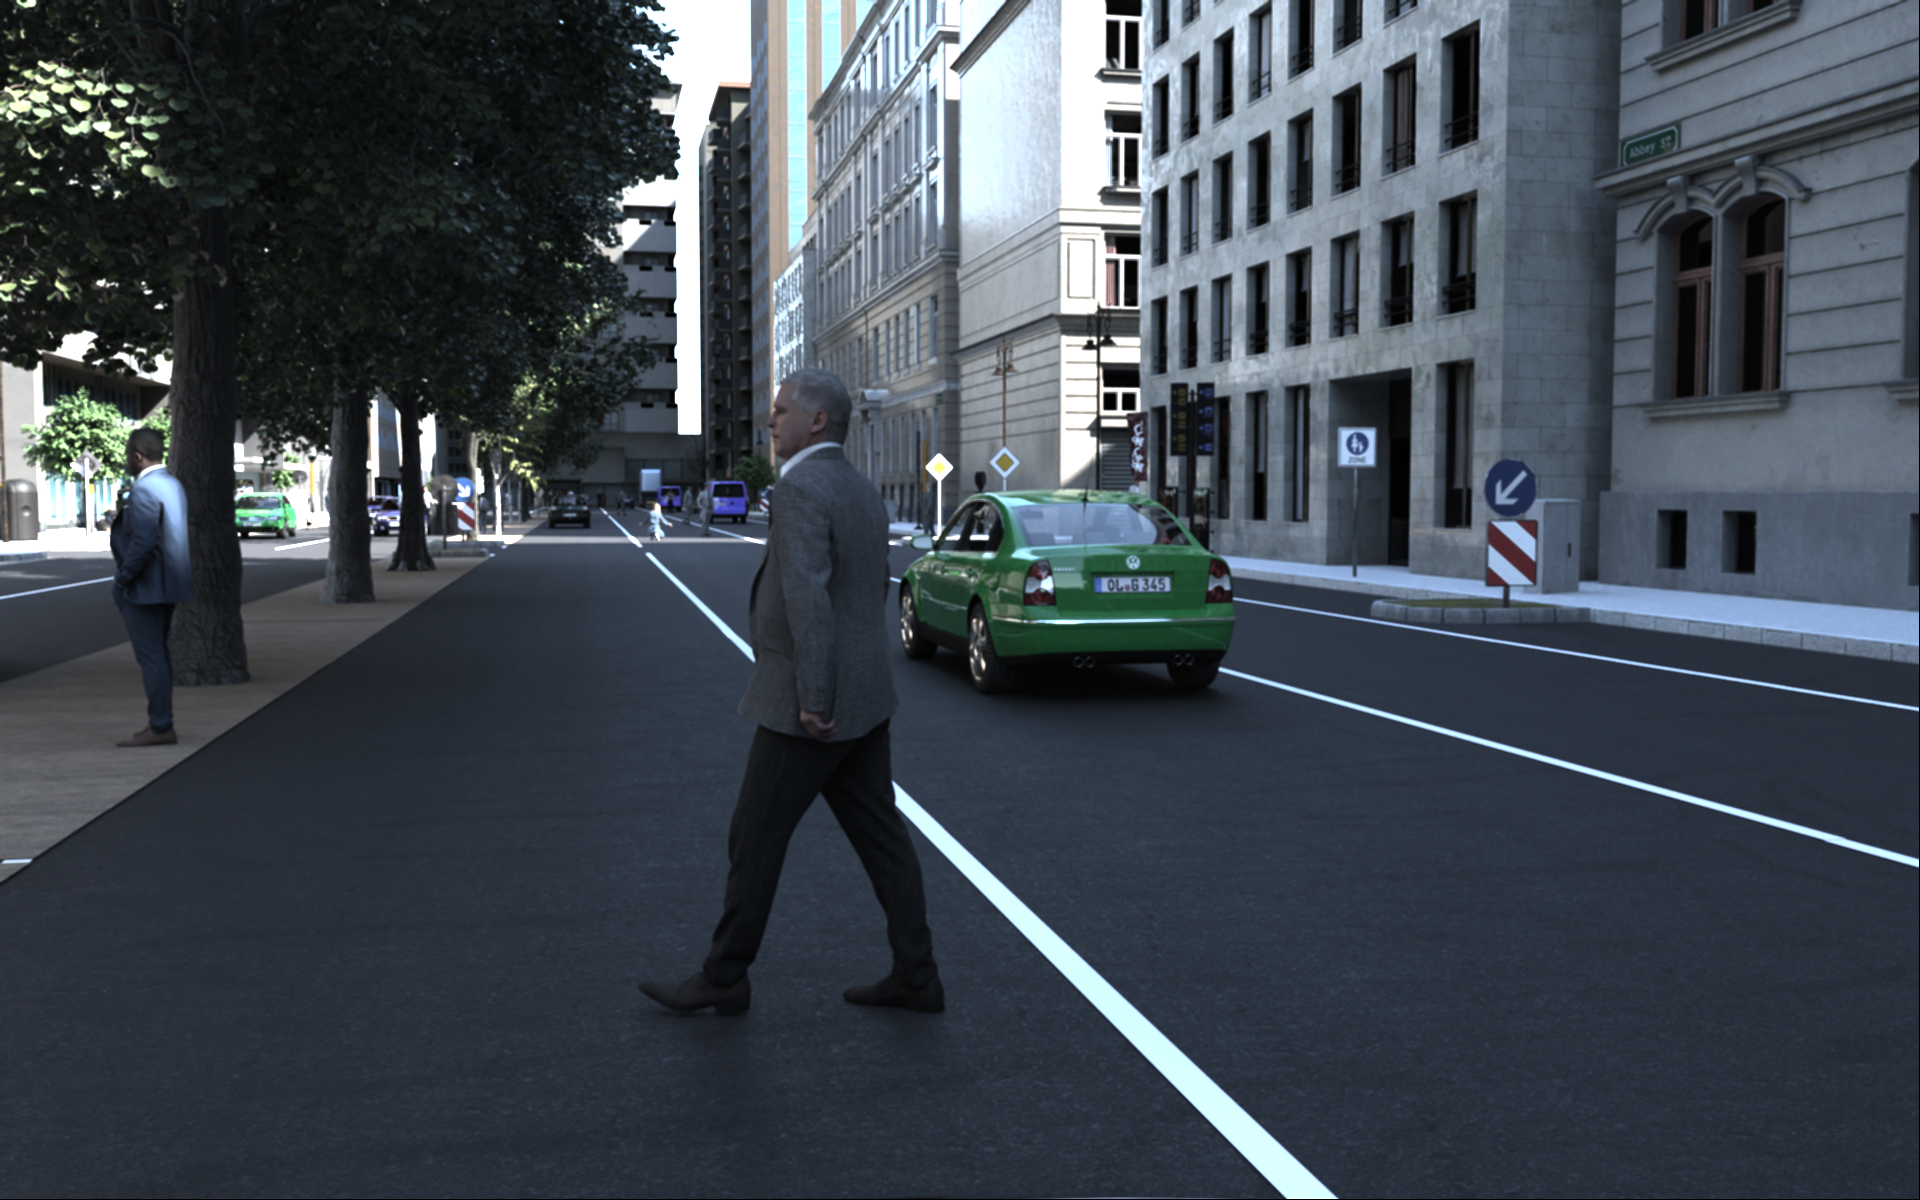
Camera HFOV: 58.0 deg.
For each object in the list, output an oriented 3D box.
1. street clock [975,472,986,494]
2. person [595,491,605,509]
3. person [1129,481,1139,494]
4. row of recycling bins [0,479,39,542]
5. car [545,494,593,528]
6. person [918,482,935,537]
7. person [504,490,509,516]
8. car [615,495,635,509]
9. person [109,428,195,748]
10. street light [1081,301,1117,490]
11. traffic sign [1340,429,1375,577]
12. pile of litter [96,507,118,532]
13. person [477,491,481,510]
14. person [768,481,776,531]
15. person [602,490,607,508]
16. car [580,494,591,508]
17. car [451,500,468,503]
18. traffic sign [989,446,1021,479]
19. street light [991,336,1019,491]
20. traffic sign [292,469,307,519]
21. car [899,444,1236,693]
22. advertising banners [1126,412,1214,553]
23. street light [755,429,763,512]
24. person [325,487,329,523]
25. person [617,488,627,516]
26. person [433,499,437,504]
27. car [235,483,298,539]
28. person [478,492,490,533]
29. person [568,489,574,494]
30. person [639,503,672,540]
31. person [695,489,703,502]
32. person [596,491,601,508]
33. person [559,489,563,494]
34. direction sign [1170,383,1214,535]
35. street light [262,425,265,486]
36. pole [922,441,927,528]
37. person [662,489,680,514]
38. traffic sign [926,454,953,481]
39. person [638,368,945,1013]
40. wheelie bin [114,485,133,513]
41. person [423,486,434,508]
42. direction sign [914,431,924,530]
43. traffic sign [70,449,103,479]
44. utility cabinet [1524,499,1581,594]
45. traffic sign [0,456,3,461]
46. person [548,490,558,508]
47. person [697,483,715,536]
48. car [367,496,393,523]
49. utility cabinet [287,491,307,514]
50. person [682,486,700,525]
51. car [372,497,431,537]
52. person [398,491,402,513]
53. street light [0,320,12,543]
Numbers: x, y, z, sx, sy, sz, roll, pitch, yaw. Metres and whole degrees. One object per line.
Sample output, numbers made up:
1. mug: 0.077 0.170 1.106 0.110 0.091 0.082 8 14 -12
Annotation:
1. street clock: 0.664 -3.162 56.266 0.358 2.002 0.471 1 4 20
2. person: -35.646 -9.948 171.675 1.217 1.766 0.721 -2 4 -31
3. person: 5.314 -2.784 51.400 0.661 1.843 0.795 1 4 22
4. row of recycling bins: -26.169 -2.508 48.123 1.069 1.692 3.534 -2 4 -32
5. car: -16.692 -3.924 73.949 2.009 1.686 4.222 -1 4 -14
6. person: -1.073 -2.824 54.841 0.590 1.801 0.661 0 4 2
7. person: -29.575 -6.377 113.332 0.480 1.755 0.524 -1 4 -13
8. car: -33.094 -9.698 171.145 1.945 1.354 3.894 -1 4 -13
9. person: -4.589 -0.072 9.852 0.419 1.800 0.721 -1 4 -12
10. street light: 3.323 -4.213 41.664 0.468 5.910 1.993 -1 4 -12
11. traffic sign: 6.118 -1.507 26.773 0.606 2.300 0.079 -1 4 -9
12. pile of litter: -28.532 -2.737 58.712 1.176 0.858 1.719 2 4 25
13. person: -42.682 -8.843 153.913 0.721 1.723 1.217 0 4 4
14. person: -6.481 -3.232 60.702 0.474 1.900 0.648 -1 4 -15
15. person: -37.586 -10.671 183.065 0.705 1.812 1.348 0 4 6
16. car: -35.798 -9.266 163.499 2.014 1.417 4.499 -1 4 -12
17. car: -51.150 -10.077 177.339 1.945 1.354 3.894 -1 4 -12
18. traffic sign: 1.107 -2.442 42.118 0.795 2.593 0.064 -1 4 -12
19. street light: 1.303 -4.763 50.667 0.468 5.910 1.993 -1 4 -12
20. traffic sign: -34.016 -5.452 89.247 0.768 2.556 0.104 0 4 -3
21. car: 0.683 -0.316 13.957 1.959 1.807 4.718 -1 4 -13
22. advertising banners: 4.413 -2.471 36.587 2.074 3.025 0.090 2 4 35
23. street light: -14.188 -9.167 122.666 0.468 5.910 1.993 -1 4 -12
24. person: -30.783 -4.642 84.581 0.419 1.800 0.721 0 4 -5
25. person: -22.238 -6.450 114.065 0.850 1.850 0.679 -3 5 -40
26. person: -33.964 -6.067 111.974 0.475 1.303 0.640 1 4 16
27. car: -22.867 -2.933 56.757 1.959 1.807 4.718 -1 4 -14
28. person: -17.308 -3.159 62.748 0.523 1.515 0.503 -1 4 -17
29. person: -31.153 -7.950 138.351 0.599 1.838 0.709 3 5 44
30. person: -9.544 -2.439 53.877 1.012 1.151 0.738 1 4 8
31. person: -20.143 -7.751 135.306 0.705 1.814 1.350 3 4 38
32. person: -37.876 -10.532 181.150 0.568 1.767 0.683 0 4 6
33. person: -28.805 -7.126 124.940 0.705 1.831 1.348 0 4 -7
34. direction sign: 4.731 -2.651 35.338 0.876 3.537 0.379 1 4 12
35. street light: -32.678 -6.636 81.294 0.468 5.910 1.993 -1 4 -12
36. pole: -1.342 -4.429 66.261 0.158 3.312 0.155 0 3 0
37. person: -21.344 -7.291 127.719 1.348 1.823 0.705 -2 4 -25
38. traffic sign: -0.578 -2.920 49.924 0.795 2.593 0.064 -1 4 -12
39. person: -0.458 0.251 4.801 0.834 1.777 0.661 0 4 8
40. wheelie bin: -37.581 -4.270 77.729 0.980 1.594 0.693 0 4 -5
41. person: -23.002 -4.018 74.463 0.678 1.792 0.850 -2 4 -29
42. direction sign: -1.496 -4.317 62.580 0.379 3.537 0.876 0 4 -8
43. traffic sign: -22.767 -2.629 45.175 0.795 2.593 0.064 -1 4 -12
44. utility cabinet: 7.718 -0.696 22.545 0.306 1.237 1.020 3 5 45
45. traffic sign: -21.083 -2.152 37.369 0.795 2.593 0.064 -1 4 -12
46. person: -29.777 -7.180 126.695 0.742 1.727 0.445 -2 4 -32
47. person: -8.694 -3.105 59.370 0.391 1.810 0.635 3 4 37
48. car: -28.084 -4.366 83.958 1.945 1.354 3.894 -1 4 -11
49. utility cabinet: -42.992 -6.336 112.274 1.173 1.500 0.318 -1 4 -9
50. person: -12.687 -4.441 81.231 0.853 1.813 0.709 1 4 16
51. car: -19.237 -2.890 59.829 1.945 1.354 3.894 -1 4 -13
52. person: -18.244 -2.953 57.050 0.793 1.790 0.793 0 4 1
53. street light: -24.840 -4.411 44.912 0.468 5.910 1.993 -1 4 -12
